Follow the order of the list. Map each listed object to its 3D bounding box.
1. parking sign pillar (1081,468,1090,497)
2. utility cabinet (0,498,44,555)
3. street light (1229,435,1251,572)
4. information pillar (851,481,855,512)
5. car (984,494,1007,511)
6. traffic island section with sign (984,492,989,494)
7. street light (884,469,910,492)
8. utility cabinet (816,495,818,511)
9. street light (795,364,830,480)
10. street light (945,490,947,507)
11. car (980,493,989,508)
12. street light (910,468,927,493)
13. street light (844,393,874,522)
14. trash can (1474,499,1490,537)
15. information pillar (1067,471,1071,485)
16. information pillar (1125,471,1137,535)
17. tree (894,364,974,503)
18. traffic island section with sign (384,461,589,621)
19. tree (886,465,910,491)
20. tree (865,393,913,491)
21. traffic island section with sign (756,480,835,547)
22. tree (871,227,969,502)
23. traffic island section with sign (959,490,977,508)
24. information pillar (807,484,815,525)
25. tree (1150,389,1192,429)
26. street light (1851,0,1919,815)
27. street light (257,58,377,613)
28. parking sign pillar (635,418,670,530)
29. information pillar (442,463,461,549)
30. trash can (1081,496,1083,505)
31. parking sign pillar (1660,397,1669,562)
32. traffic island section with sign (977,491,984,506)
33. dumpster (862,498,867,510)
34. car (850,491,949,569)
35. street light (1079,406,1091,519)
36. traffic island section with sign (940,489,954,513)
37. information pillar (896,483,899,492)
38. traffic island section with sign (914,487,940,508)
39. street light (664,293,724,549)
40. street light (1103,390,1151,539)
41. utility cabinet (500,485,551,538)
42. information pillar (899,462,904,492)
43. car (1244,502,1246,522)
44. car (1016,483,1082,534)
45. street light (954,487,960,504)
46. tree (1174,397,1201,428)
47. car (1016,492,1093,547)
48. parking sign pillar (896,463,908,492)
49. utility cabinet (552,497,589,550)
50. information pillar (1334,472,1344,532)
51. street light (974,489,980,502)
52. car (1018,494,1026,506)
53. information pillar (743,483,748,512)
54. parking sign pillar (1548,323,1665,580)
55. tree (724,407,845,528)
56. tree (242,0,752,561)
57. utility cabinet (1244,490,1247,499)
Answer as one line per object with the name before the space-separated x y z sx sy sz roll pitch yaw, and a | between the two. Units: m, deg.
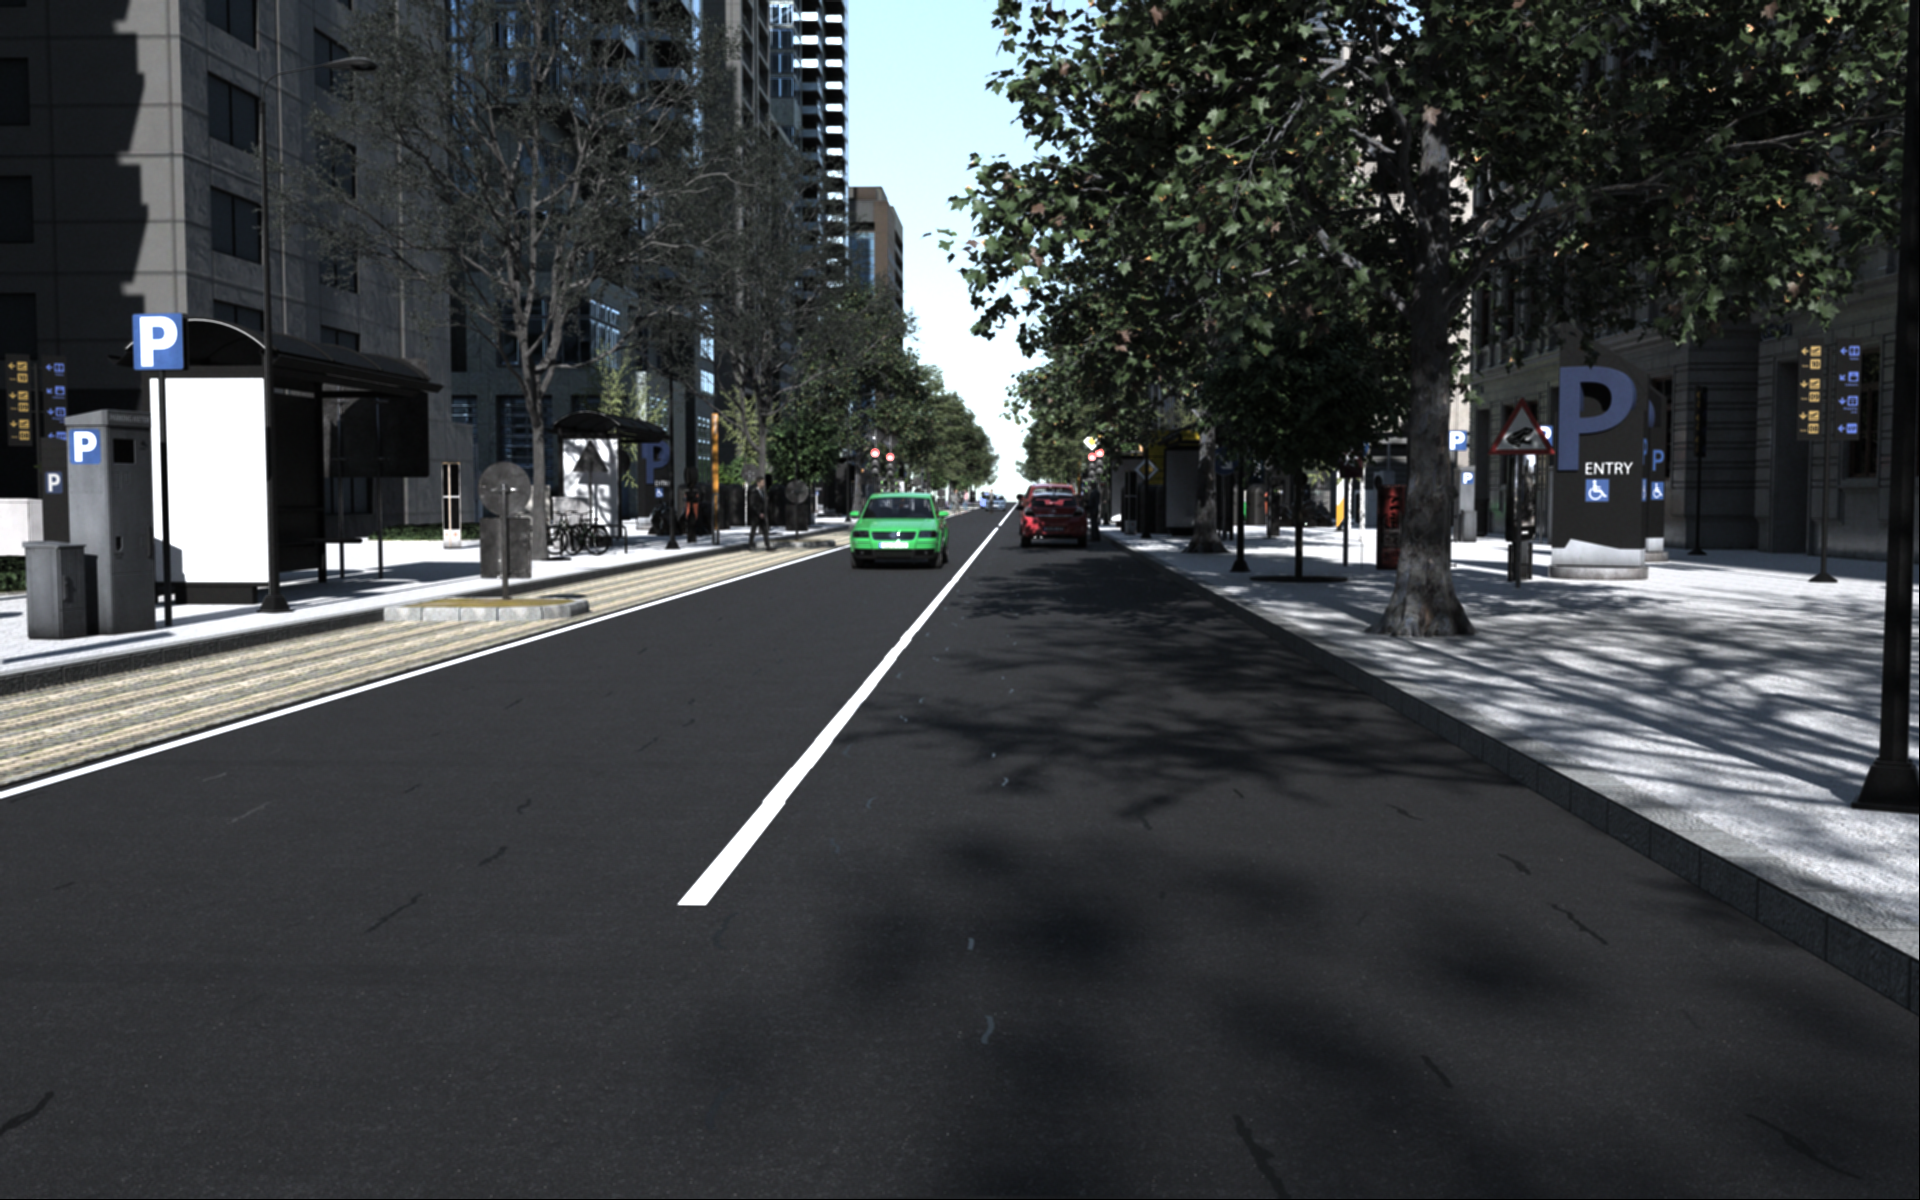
parking sign pillar | 10.032 -8.976 135.229 1.447 3.967 1.447 -3 5 -39
utility cabinet | -14.372 -0.939 26.515 1.020 1.237 0.306 2 4 34
street light | 4.084 -3.418 28.432 1.470 5.913 1.316 0 4 2
information pillar | -5.971 -5.697 97.637 0.304 2.012 0.304 -1 4 -15
car | 3.041 -8.321 148.053 2.014 1.417 4.499 0 4 2
traffic island section with sign | 3.584 -15.448 261.200 1.989 1.847 2.006 0 4 2
street light | -3.856 -7.904 101.774 1.470 5.913 1.316 0 4 2
utility cabinet | -10.612 -7.101 127.261 0.306 1.237 1.020 0 4 -2
street light | -5.321 -5.469 61.967 1.470 5.913 1.316 0 4 2
street light | -1.735 -11.236 156.253 1.470 5.913 1.316 0 4 2
car | 2.979 -10.226 176.787 1.945 1.707 3.694 0 4 4
street light | -3.034 -9.218 123.253 1.470 5.913 1.316 0 4 2
street light | -4.634 -6.566 79.890 1.470 5.913 1.316 0 4 2
trash can | 15.460 -2.455 51.793 0.748 1.137 0.748 0 3 0
information pillar | 9.447 -9.705 150.025 0.504 3.616 0.183 3 5 41
information pillar | 5.378 -3.057 54.477 0.304 2.012 0.304 -1 4 -20
tree | -3.098 -14.229 150.776 7.486 12.596 7.792 0 3 0
traffic island section with sign | -5.463 -0.716 20.343 1.989 1.847 2.006 0 4 2
tree | -4.159 -7.298 113.927 1.663 3.219 1.824 0 3 0
tree | -4.824 -10.301 118.790 4.360 8.622 3.978 0 3 0
traffic island section with sign | -4.446 -2.364 47.279 1.989 1.847 2.006 0 4 2
tree | -6.305 -8.780 53.931 12.009 13.543 11.850 0 3 0
traffic island section with sign | 0.513 -10.436 179.252 1.989 1.847 2.006 0 4 2
information pillar | -6.315 -4.188 72.968 0.304 2.012 0.304 1 4 20
tree | 14.008 -10.256 118.054 4.360 8.622 3.978 0 3 0
street light | 3.284 -2.105 6.952 1.470 5.913 1.316 0 4 2
street light | -6.905 -2.818 18.619 1.470 5.913 1.316 0 4 2
parking sign pillar | -10.892 -4.493 61.938 1.447 3.967 1.447 3 5 42
information pillar | -11.900 -2.205 40.539 0.304 2.012 0.304 3 5 42
trash can | 8.587 -6.551 118.768 0.748 1.137 0.748 0 3 0
parking sign pillar | 12.857 -2.736 33.205 1.447 3.967 1.447 -2 4 -28
traffic island section with sign | 1.537 -12.092 206.333 1.989 1.847 2.006 0 4 2
dumpster | -6.471 -7.318 125.408 1.264 1.857 1.865 0 4 2
car | -1.180 -1.587 34.740 1.959 1.807 4.718 0 4 2
street light | 5.506 -6.046 71.398 1.470 5.913 1.316 0 4 2
traffic island section with sign | -1.349 -7.409 129.767 1.989 1.847 2.006 0 4 2
information pillar | -4.091 -6.490 110.599 0.304 2.012 0.304 2 4 32
traffic island section with sign | -2.357 -5.762 102.830 1.989 1.847 2.006 0 4 2
street light | -6.148 -4.132 40.100 1.470 5.913 1.316 0 4 2
street light | 4.842 -4.732 49.913 1.470 5.913 1.316 0 4 2
utility cabinet | -10.694 -2.075 42.605 1.173 1.500 0.318 -2 4 -33
information pillar | -3.772 -7.347 111.480 0.183 3.616 0.504 -3 5 -39
car | 10.765 -4.145 76.570 4.718 1.807 1.959 0 4 0
car | 3.114 -3.145 60.092 2.281 1.827 5.304 0 4 0
street light | -0.997 -12.566 177.991 1.470 5.913 1.316 0 4 2
tree | 16.577 -10.688 125.116 4.737 8.622 4.395 0 3 0
car | 2.615 -2.387 48.072 2.155 1.783 4.494 0 4 3
parking sign pillar | -4.661 -8.830 132.845 1.447 3.967 1.447 -1 4 -22
utility cabinet | -8.965 -1.758 39.909 1.020 1.237 0.306 3 5 41
information pillar | 13.083 -4.161 59.394 0.504 3.616 0.183 -3 5 -43
street light | 2.166 -17.715 262.183 1.470 5.913 1.316 0 4 2
car | 7.448 -11.306 194.636 2.009 1.686 4.222 0 4 3
information pillar | -14.603 -6.943 118.016 0.304 2.012 0.304 0 4 -6
parking sign pillar | 9.754 -2.318 26.373 1.447 3.967 1.447 2 4 32
tree | -5.956 -5.005 65.538 4.285 4.588 4.351 0 3 0
tree | -8.113 -7.501 33.013 12.009 13.543 11.850 0 3 0
utility cabinet | 17.465 -5.801 103.523 1.173 1.500 0.318 1 4 22
